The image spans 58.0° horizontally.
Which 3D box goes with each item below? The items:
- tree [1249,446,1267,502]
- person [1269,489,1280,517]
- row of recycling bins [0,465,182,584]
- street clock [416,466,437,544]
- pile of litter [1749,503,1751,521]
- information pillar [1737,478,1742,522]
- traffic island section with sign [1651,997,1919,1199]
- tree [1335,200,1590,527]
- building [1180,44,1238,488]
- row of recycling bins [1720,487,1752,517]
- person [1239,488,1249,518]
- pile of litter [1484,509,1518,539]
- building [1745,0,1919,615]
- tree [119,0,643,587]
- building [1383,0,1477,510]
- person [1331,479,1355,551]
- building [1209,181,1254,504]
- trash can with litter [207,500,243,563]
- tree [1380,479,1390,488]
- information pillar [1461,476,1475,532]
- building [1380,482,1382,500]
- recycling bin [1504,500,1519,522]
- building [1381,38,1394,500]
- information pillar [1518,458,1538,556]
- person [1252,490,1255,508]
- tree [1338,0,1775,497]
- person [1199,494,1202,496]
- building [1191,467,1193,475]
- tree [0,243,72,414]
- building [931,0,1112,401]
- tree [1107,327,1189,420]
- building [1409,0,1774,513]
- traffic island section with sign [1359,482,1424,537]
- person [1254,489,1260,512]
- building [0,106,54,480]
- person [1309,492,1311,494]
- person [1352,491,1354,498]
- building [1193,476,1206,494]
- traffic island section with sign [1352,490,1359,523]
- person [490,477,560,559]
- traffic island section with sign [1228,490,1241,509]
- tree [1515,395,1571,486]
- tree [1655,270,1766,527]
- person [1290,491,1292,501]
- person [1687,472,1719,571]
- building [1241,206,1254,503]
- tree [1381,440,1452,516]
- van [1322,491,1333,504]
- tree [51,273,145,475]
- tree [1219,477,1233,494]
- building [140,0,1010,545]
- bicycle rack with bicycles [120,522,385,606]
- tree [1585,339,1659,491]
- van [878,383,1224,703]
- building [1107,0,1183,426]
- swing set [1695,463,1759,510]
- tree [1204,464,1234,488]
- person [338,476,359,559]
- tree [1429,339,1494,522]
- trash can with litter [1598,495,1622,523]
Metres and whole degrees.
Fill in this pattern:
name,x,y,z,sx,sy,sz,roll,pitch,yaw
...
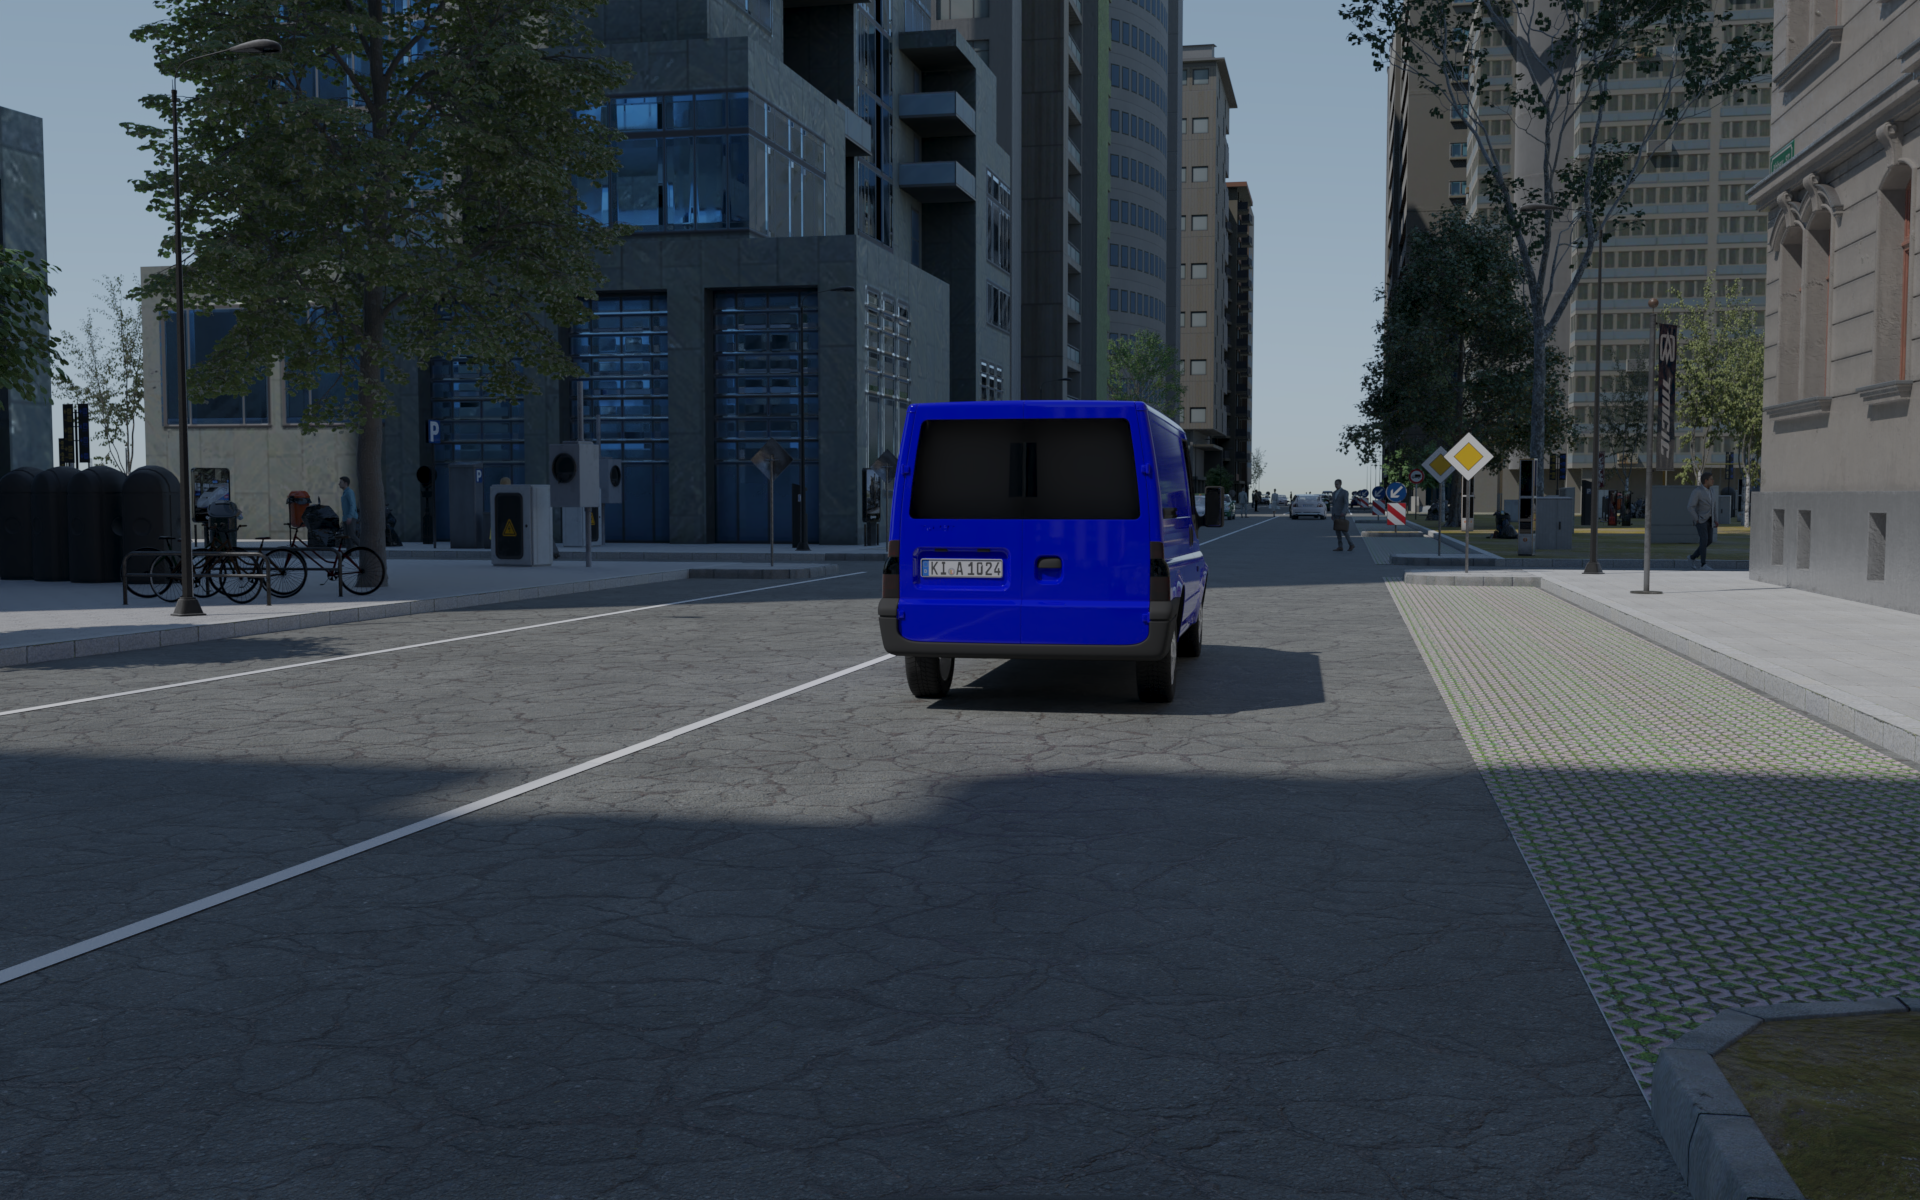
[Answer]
name,x,y,z,sx,sy,sz,roll,pitch,yaw
tree,45.589,-19.439,268.183,4.737,8.622,4.395,0,3,0
person,19.618,-6.074,108.165,0.694,1.780,0.624,3,5,40
row of recycling bins,-12.836,-1.124,25.492,3.534,1.692,1.069,2,4,27
street clock,-13.604,-2.426,44.230,0.471,2.002,0.358,1,4,17
pile of litter,37.441,-4.124,81.393,1.719,0.858,1.176,-2,4,-24
information pillar,36.168,-4.631,80.205,0.304,2.012,0.304,2,4,25
traffic island section with sign,2.478,0.324,3.324,1.989,1.847,2.006,1,4,12
tree,19.585,-9.214,67.658,9.611,12.733,9.660,0,3,0
building,18.392,-38.015,210.778,28.713,52.752,27.495,1,4,12
row of recycling bins,43.772,-5.399,95.382,3.534,1.692,1.069,2,4,26
person,17.178,-5.893,104.953,0.635,1.810,0.391,2,4,34
pile of litter,15.816,-2.197,49.883,1.176,0.858,1.719,0,4,-4
building,15.534,-13.796,12.961,14.401,28.519,23.554,1,4,12
tree,-7.942,-6.477,24.026,7.486,12.596,7.792,0,3,0
building,52.796,-33.331,168.658,21.300,48.544,21.600,1,4,12
person,9.560,-2.140,43.602,0.853,1.813,0.709,-2,4,-35
building,28.662,-35.704,238.384,22.147,44.769,28.867,1,4,12
trash can with litter,-13.779,-1.291,32.497,0.624,1.170,1.055,-1,4,-22
tree,47.192,-12.032,191.326,1.663,3.219,1.824,0,3,0
information pillar,17.372,-3.348,59.237,0.304,2.012,0.304,-3,5,-40
building,77.077,-34.039,248.420,32.217,40.220,23.993,1,4,12
recycling bin,25.319,-4.081,79.275,0.722,1.027,0.722,2,4,27
building,65.631,-41.694,223.694,21.231,58.520,28.212,1,4,12
information pillar,11.773,-1.923,35.929,0.304,2.012,0.304,2,4,31
person,30.396,-10.452,179.472,0.705,1.814,1.350,0,4,0
tree,17.009,-11.630,46.039,12.611,20.169,13.585,0,3,0
person,16.233,-6.468,117.467,0.599,1.433,0.991,2,4,33
building,9.841,-43.584,150.848,20.563,71.187,20.611,1,4,12
tree,-9.402,-1.883,14.504,4.285,4.588,4.351,0,3,0
building,-0.150,-24.775,88.669,14.154,41.232,14.086,1,4,12
tree,10.525,-11.113,107.451,9.928,11.665,9.643,0,3,0
building,48.934,-26.334,122.448,32.217,40.220,23.993,1,4,12
traffic island section with sign,14.541,-3.036,58.262,1.989,1.847,2.006,1,4,12
person,24.156,-8.105,141.028,0.705,1.823,1.348,0,4,-8
building,-33.222,-43.255,19.892,31.000,86.520,22.319,1,4,12
person,42.594,-12.294,210.223,0.721,1.743,1.217,-1,4,-22
person,50.388,-13.039,221.779,0.705,1.812,1.348,2,4,24
building,8.386,-29.542,174.900,32.217,40.220,23.993,1,4,12
traffic island section with sign,20.357,-4.655,84.743,1.989,1.847,2.006,1,4,12
person,-9.658,-1.802,38.176,1.509,1.804,0.699,1,4,18
traffic island section with sign,25.519,-9.391,162.174,1.989,1.847,2.006,1,4,12
tree,33.697,-9.279,102.066,4.360,8.622,3.978,0,3,0
tree,24.995,-6.581,57.963,4.737,8.622,4.395,0,3,0
person,45.706,-14.109,239.275,0.705,1.812,1.348,1,4,16
person,13.927,-1.482,32.577,0.661,1.843,0.795,-2,4,-23
building,36.403,-37.221,258.677,14.600,45.320,14.200,1,4,12
tree,28.654,-7.790,111.084,4.285,4.588,4.351,0,3,0
van,45.642,-12.726,215.089,2.013,2.044,4.112,1,4,12
tree,-27.332,-6.480,56.315,4.360,8.622,3.978,0,3,0
tree,27.621,-11.488,182.430,1.663,3.219,1.824,0,3,0
building,-10.152,-45.602,58.265,22.319,86.520,31.000,1,4,12
bicycle rack with bicycles,-8.850,-0.465,20.982,2.925,0.926,2.852,0,4,8
tree,32.049,-8.124,83.191,4.360,8.622,3.978,0,3,0
van,0.888,-0.569,13.690,2.240,2.365,5.245,1,4,11
building,4.551,-35.807,127.448,21.231,58.520,28.212,1,4,12
swing set,39.068,-5.559,88.515,3.119,2.851,2.862,2,4,30
tree,27.740,-12.396,186.395,4.285,4.588,4.351,0,3,0
person,-13.315,-1.800,37.943,0.620,1.820,0.660,-2,4,-35
tree,22.233,-7.849,78.694,4.737,8.622,4.395,0,3,0
trash can with litter,29.424,-4.119,78.404,1.678,1.210,2.233,0,4,-5
